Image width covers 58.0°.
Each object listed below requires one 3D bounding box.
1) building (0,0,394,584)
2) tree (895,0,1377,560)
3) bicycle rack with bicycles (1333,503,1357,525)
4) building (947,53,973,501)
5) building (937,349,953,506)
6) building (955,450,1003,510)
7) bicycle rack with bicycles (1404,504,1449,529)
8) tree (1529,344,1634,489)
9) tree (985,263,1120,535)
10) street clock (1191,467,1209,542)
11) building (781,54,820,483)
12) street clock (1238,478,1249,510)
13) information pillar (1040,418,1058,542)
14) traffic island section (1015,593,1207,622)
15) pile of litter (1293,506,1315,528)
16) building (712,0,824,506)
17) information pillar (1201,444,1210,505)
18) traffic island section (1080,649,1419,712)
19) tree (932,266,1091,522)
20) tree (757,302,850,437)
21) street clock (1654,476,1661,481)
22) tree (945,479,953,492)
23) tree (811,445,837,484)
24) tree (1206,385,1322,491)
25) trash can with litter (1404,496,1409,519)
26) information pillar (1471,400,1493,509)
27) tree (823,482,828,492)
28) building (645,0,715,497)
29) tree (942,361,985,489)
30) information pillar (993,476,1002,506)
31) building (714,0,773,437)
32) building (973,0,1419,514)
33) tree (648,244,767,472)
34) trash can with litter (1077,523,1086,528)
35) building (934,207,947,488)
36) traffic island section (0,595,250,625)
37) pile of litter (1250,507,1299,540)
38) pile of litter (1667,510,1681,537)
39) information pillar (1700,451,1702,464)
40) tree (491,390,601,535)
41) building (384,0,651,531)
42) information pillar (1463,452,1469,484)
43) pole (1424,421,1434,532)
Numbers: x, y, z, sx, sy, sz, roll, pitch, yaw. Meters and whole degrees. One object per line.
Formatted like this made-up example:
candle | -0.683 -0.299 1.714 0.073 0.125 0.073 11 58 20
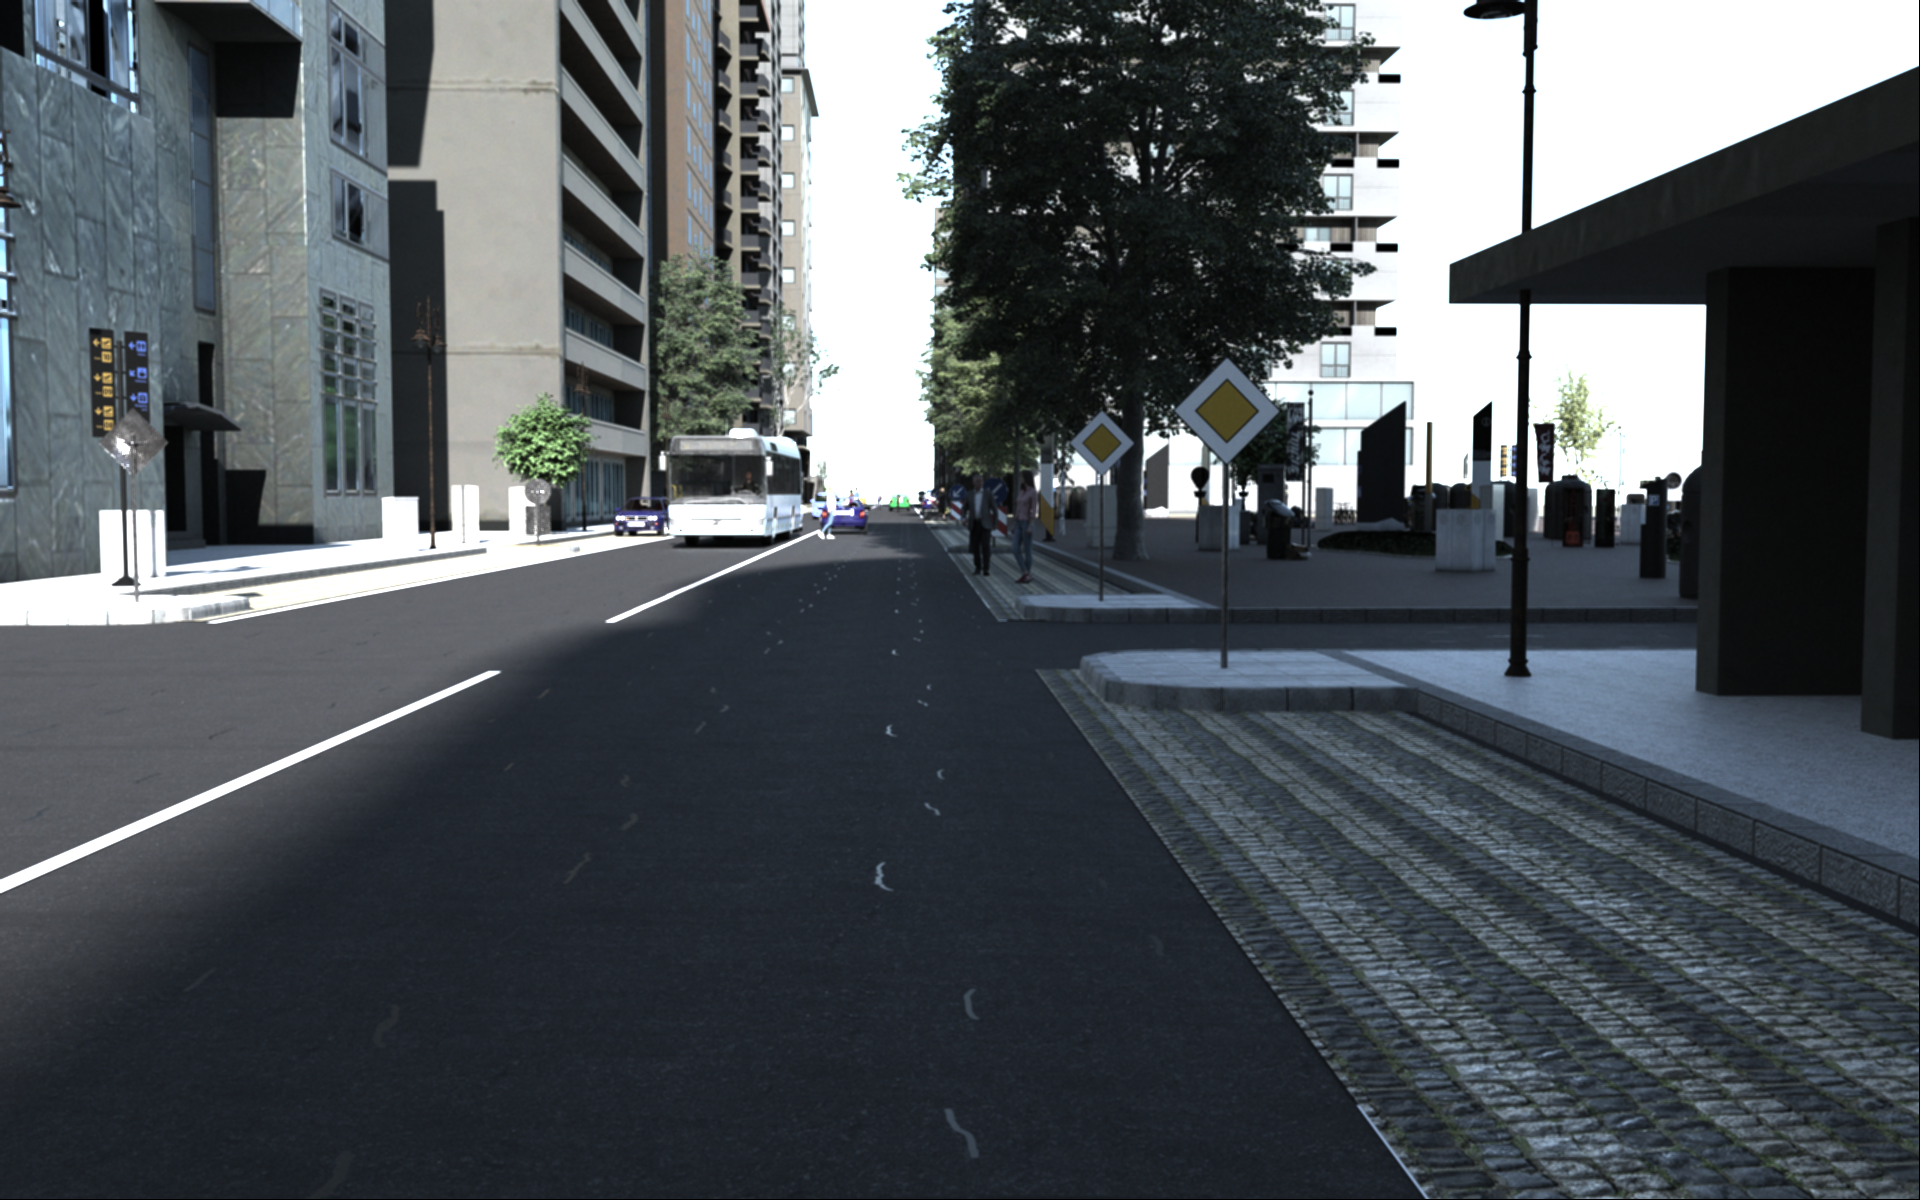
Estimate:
building | -25.249 -44.023 32.446 22.319 86.520 31.000 0 4 -2
tree | 3.399 -7.787 33.976 9.857 13.997 8.962 0 3 0
bicycle rack with bicycles | 16.533 -3.608 72.379 2.925 0.926 2.852 -3 5 -43
building | 6.276 -29.421 164.635 14.154 41.232 14.086 0 4 -2
building | 11.047 -23.347 226.758 27.650 21.520 28.899 0 4 -2
building | 10.120 -43.283 145.922 20.563 71.187 20.611 0 4 -2
bicycle rack with bicycles | 17.760 -3.086 63.834 2.852 0.926 2.925 -3 4 -36
tree | 29.692 -8.189 84.245 4.737 8.622 4.395 0 3 0
tree | 3.431 -6.341 54.038 4.360 8.622 3.978 0 3 0
street clock | 6.359 -2.528 45.896 0.471 2.002 0.358 1 4 12
building | -32.018 -38.104 212.237 28.713 52.752 27.495 0 4 -2
street clock | 8.976 -3.077 54.881 0.358 2.002 0.471 1 4 11
information pillar | 2.370 -3.400 46.952 0.183 3.616 0.504 -3 4 -38
traffic island section | 1.712 0.092 20.777 2.009 0.180 2.903 0 4 -2
pile of litter | 12.658 -3.154 65.534 1.719 0.858 1.176 1 4 17
building | -29.227 -48.799 236.121 20.563 71.187 20.611 0 4 -2
information pillar | 10.236 -4.941 72.136 0.183 3.616 0.504 -2 4 -30
traffic island section | 1.970 0.580 12.796 2.009 0.180 2.903 0 4 -2
tree | 2.661 -9.808 78.480 7.486 12.596 7.792 0 3 0
tree | -16.846 -19.117 168.447 12.611 20.169 13.585 0 3 0
street clock | 27.907 -3.962 69.347 0.358 2.002 0.471 1 4 13
tree | -0.628 -11.410 181.158 1.663 3.219 1.824 0 3 0
tree | -20.207 -18.676 255.712 4.360 8.622 3.978 0 3 0
tree | 9.193 -4.218 52.676 4.285 4.588 4.351 0 3 0
trash can with litter | 22.016 -4.639 86.899 1.678 1.210 2.233 -3 5 -42
information pillar | 12.950 -3.156 42.952 0.504 3.616 0.183 1 4 14
tree | -20.022 -15.706 251.399 1.663 3.219 1.824 0 3 0
building | -22.188 -27.615 101.611 14.600 45.320 14.200 0 4 -2
tree | 1.201 -8.555 90.238 4.360 8.622 3.978 0 3 0
information pillar | 1.549 -4.106 71.619 0.304 2.012 0.304 -1 4 -16
building | -27.221 -29.910 143.655 22.147 44.769 28.867 0 4 -2
building | 14.813 -32.596 122.184 28.713 52.752 27.495 0 4 -2
tree | -14.825 -11.177 89.403 9.857 13.997 8.962 0 3 0
trash can with litter | 5.199 -3.248 64.166 1.678 1.210 2.233 -2 4 -26
building | 3.224 -34.533 248.215 14.154 41.232 14.086 0 4 -2
traffic island section | -9.723 0.114 20.414 2.009 0.180 2.903 0 4 -2
pile of litter | 8.256 -2.081 47.982 1.176 0.858 1.719 -3 5 -43
pile of litter | 19.716 -2.106 48.395 1.176 0.858 1.719 1 4 9
information pillar | 12.656 -1.507 29.126 0.304 2.012 0.304 -1 4 -13
tree | -13.000 -4.334 54.577 4.285 4.588 4.351 0 3 0
building | -24.685 -27.189 68.237 21.300 48.544 21.600 0 4 -2
information pillar | 27.882 -6.370 95.512 0.504 3.616 0.183 -3 5 -44
pole | 13.159 -3.348 48.588 0.158 3.312 0.155 0 3 0
